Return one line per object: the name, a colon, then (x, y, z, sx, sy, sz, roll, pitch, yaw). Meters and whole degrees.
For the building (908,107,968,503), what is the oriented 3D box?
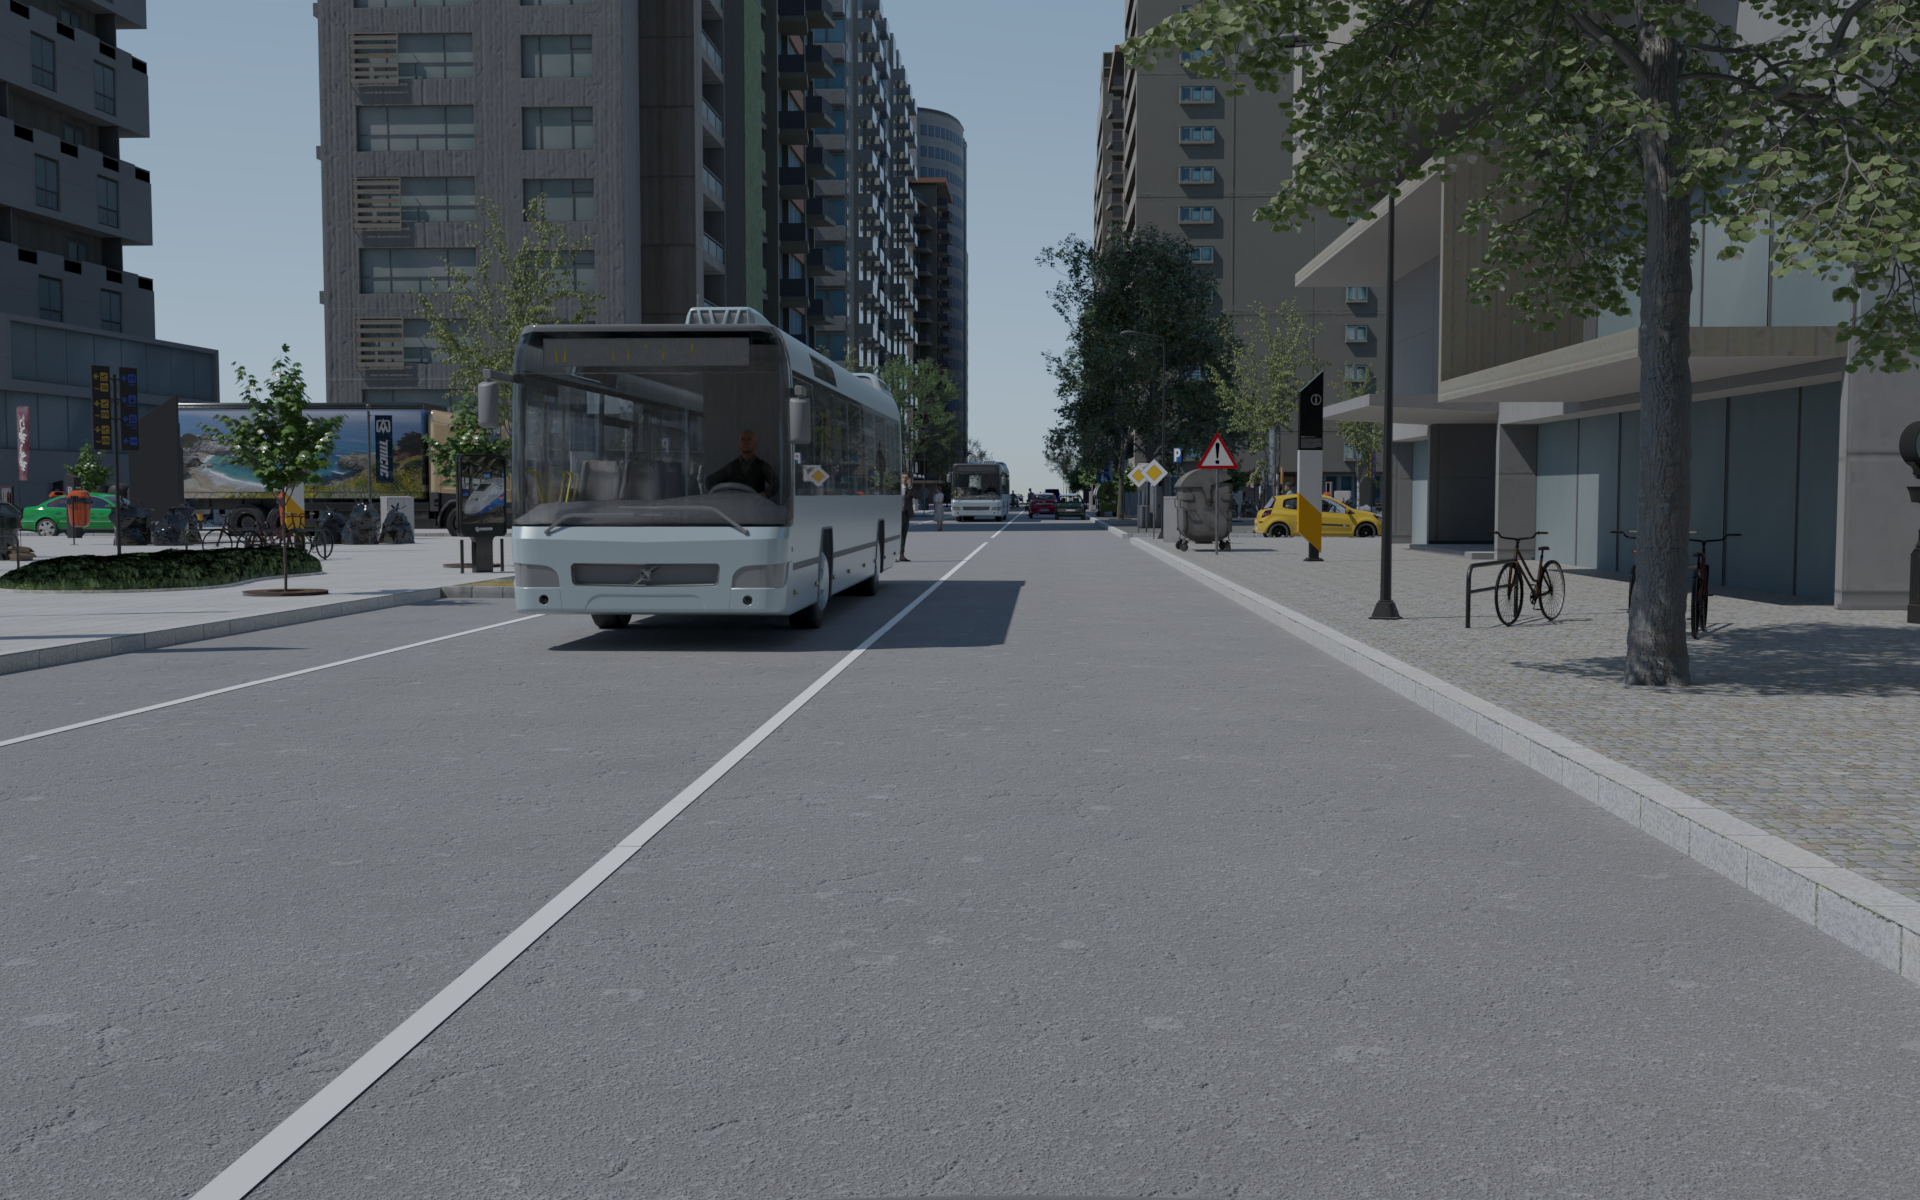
building: (-10.065, -44.035, 261.977, 21.231, 58.520, 28.212, 0, 4, 3)

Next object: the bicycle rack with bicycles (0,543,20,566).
bicycle rack with bicycles: (-17.407, -0.958, 29.039, 2.852, 0.926, 2.925, 2, 4, 31)

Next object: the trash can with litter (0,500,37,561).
trash can with litter: (-18.234, -1.346, 33.393, 1.055, 1.170, 0.624, 2, 4, 26)

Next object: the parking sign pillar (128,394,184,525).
parking sign pillar: (-21.812, -3.579, 46.996, 1.447, 3.967, 1.447, 0, 4, -5)

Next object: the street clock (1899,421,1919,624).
street clock: (9.532, -0.767, 17.103, 0.471, 2.002, 0.358, -1, 4, -11)

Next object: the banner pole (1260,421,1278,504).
banner pole: (10.634, -4.212, 58.888, 0.401, 3.779, 0.863, 2, 4, 31)

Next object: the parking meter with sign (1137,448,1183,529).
parking meter with sign: (7.475, -4.196, 64.861, 1.738, 3.016, 0.543, -2, 4, -27)

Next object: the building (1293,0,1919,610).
building: (21.450, -27.000, 30.685, 28.713, 52.752, 27.495, 0, 4, 3)

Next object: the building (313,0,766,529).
building: (-15.754, -23.516, 68.087, 14.154, 41.232, 14.086, 0, 4, 3)

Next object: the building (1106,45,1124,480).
building: (25.457, -31.412, 168.203, 22.147, 44.769, 28.867, 0, 4, 3)

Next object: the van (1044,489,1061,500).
van: (10.672, -12.085, 201.969, 2.240, 2.365, 5.245, 0, 4, 1)

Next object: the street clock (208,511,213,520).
street clock: (-37.337, -4.988, 86.126, 0.358, 2.002, 0.471, 2, 4, 32)

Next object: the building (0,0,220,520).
building: (-52.331, -29.671, 74.354, 27.495, 52.752, 28.713, 0, 4, 3)

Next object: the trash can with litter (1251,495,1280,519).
trash can with litter: (15.870, -4.709, 88.043, 2.233, 1.210, 1.678, 1, 4, 13)

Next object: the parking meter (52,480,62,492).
parking meter: (-38.373, -4.159, 73.703, 0.399, 1.863, 0.255, 0, 4, -6)

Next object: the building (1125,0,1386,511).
building: (24.568, -31.699, 141.982, 21.300, 48.544, 21.600, 0, 4, 3)

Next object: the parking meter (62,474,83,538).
parking meter: (-25.767, -2.732, 50.381, 0.399, 1.863, 0.255, 1, 4, 20)

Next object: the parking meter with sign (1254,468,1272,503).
parking meter with sign: (20.148, -7.176, 113.582, 1.738, 3.016, 0.543, 1, 4, 14)

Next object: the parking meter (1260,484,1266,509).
parking meter: (17.988, -5.925, 102.587, 0.255, 1.863, 0.399, -1, 4, -22)

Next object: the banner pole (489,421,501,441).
banner pole: (-13.324, -3.619, 49.185, 0.401, 3.779, 0.863, 3, 4, 36)

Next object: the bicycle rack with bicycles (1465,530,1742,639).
bicycle rack with bicycles: (6.269, -0.214, 16.879, 2.852, 0.926, 2.925, 2, 4, 33)

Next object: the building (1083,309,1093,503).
building: (25.730, -30.076, 263.447, 14.160, 30.474, 14.107, 0, 4, 3)

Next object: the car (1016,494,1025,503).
car: (9.732, -17.163, 289.646, 2.155, 1.783, 4.494, 0, 4, 3)

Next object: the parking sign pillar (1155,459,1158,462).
parking sign pillar: (15.086, -8.695, 130.633, 1.447, 3.967, 1.447, 3, 4, 39)

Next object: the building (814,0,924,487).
building: (-16.084, -34.239, 179.420, 23.786, 49.044, 30.456, 0, 4, 3)

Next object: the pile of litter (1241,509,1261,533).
pile of litter: (10.151, -2.638, 57.100, 1.719, 0.858, 1.176, 3, 5, 39)

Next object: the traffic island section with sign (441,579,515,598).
traffic island section with sign: (-6.135, -0.987, 24.767, 1.989, 1.847, 2.006, 0, 4, 3)

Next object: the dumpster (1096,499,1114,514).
dumpster: (8.738, -5.988, 103.661, 1.264, 1.857, 1.865, 0, 4, 3)

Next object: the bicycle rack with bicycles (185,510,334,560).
bicycle rack with bicycles: (-13.323, -1.220, 33.334, 2.852, 0.926, 2.925, 2, 4, 32)

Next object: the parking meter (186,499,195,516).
parking meter: (-35.864, -4.424, 80.737, 0.372, 1.533, 0.369, 0, 3, 0)

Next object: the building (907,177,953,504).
building: (-12.324, -35.435, 233.986, 22.147, 44.769, 28.867, 0, 4, 3)

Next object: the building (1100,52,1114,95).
building: (30.759, -51.461, 279.635, 20.563, 71.187, 20.611, 0, 4, 3)

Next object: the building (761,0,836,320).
building: (-19.046, -27.219, 99.660, 22.147, 44.769, 28.867, 0, 4, 3)

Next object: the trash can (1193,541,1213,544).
trash can: (6.301, -2.023, 44.723, 0.748, 1.137, 0.748, 0, 3, 0)

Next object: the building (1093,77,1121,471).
building: (26.175, -34.836, 193.270, 21.300, 48.544, 21.600, 0, 4, 3)

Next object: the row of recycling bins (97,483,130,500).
row of recycling bins: (-31.209, -3.559, 65.301, 3.534, 1.692, 1.069, 1, 4, 14)

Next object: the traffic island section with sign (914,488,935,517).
traffic island section with sign: (-2.167, -6.027, 107.162, 1.989, 1.847, 2.006, 0, 4, 3)

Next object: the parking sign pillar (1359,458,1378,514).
parking sign pillar: (26.627, -7.635, 113.301, 1.447, 3.967, 1.447, -2, 4, -24)

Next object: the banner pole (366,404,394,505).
banner pole: (-16.196, -3.560, 48.227, 0.863, 3.779, 0.401, -1, 4, -16)

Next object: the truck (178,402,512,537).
truck: (-18.629, -3.995, 54.225, 11.283, 4.237, 2.839, 0, 4, 1)

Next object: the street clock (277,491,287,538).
street clock: (-19.730, -2.811, 50.537, 0.358, 2.002, 0.471, 1, 4, 10)

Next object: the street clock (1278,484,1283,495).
street clock: (22.462, -7.147, 121.431, 0.358, 2.002, 0.471, 0, 4, 3)

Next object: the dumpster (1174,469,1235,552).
dumpster: (5.530, -2.042, 39.148, 1.264, 1.857, 1.865, 0, 4, 3)
